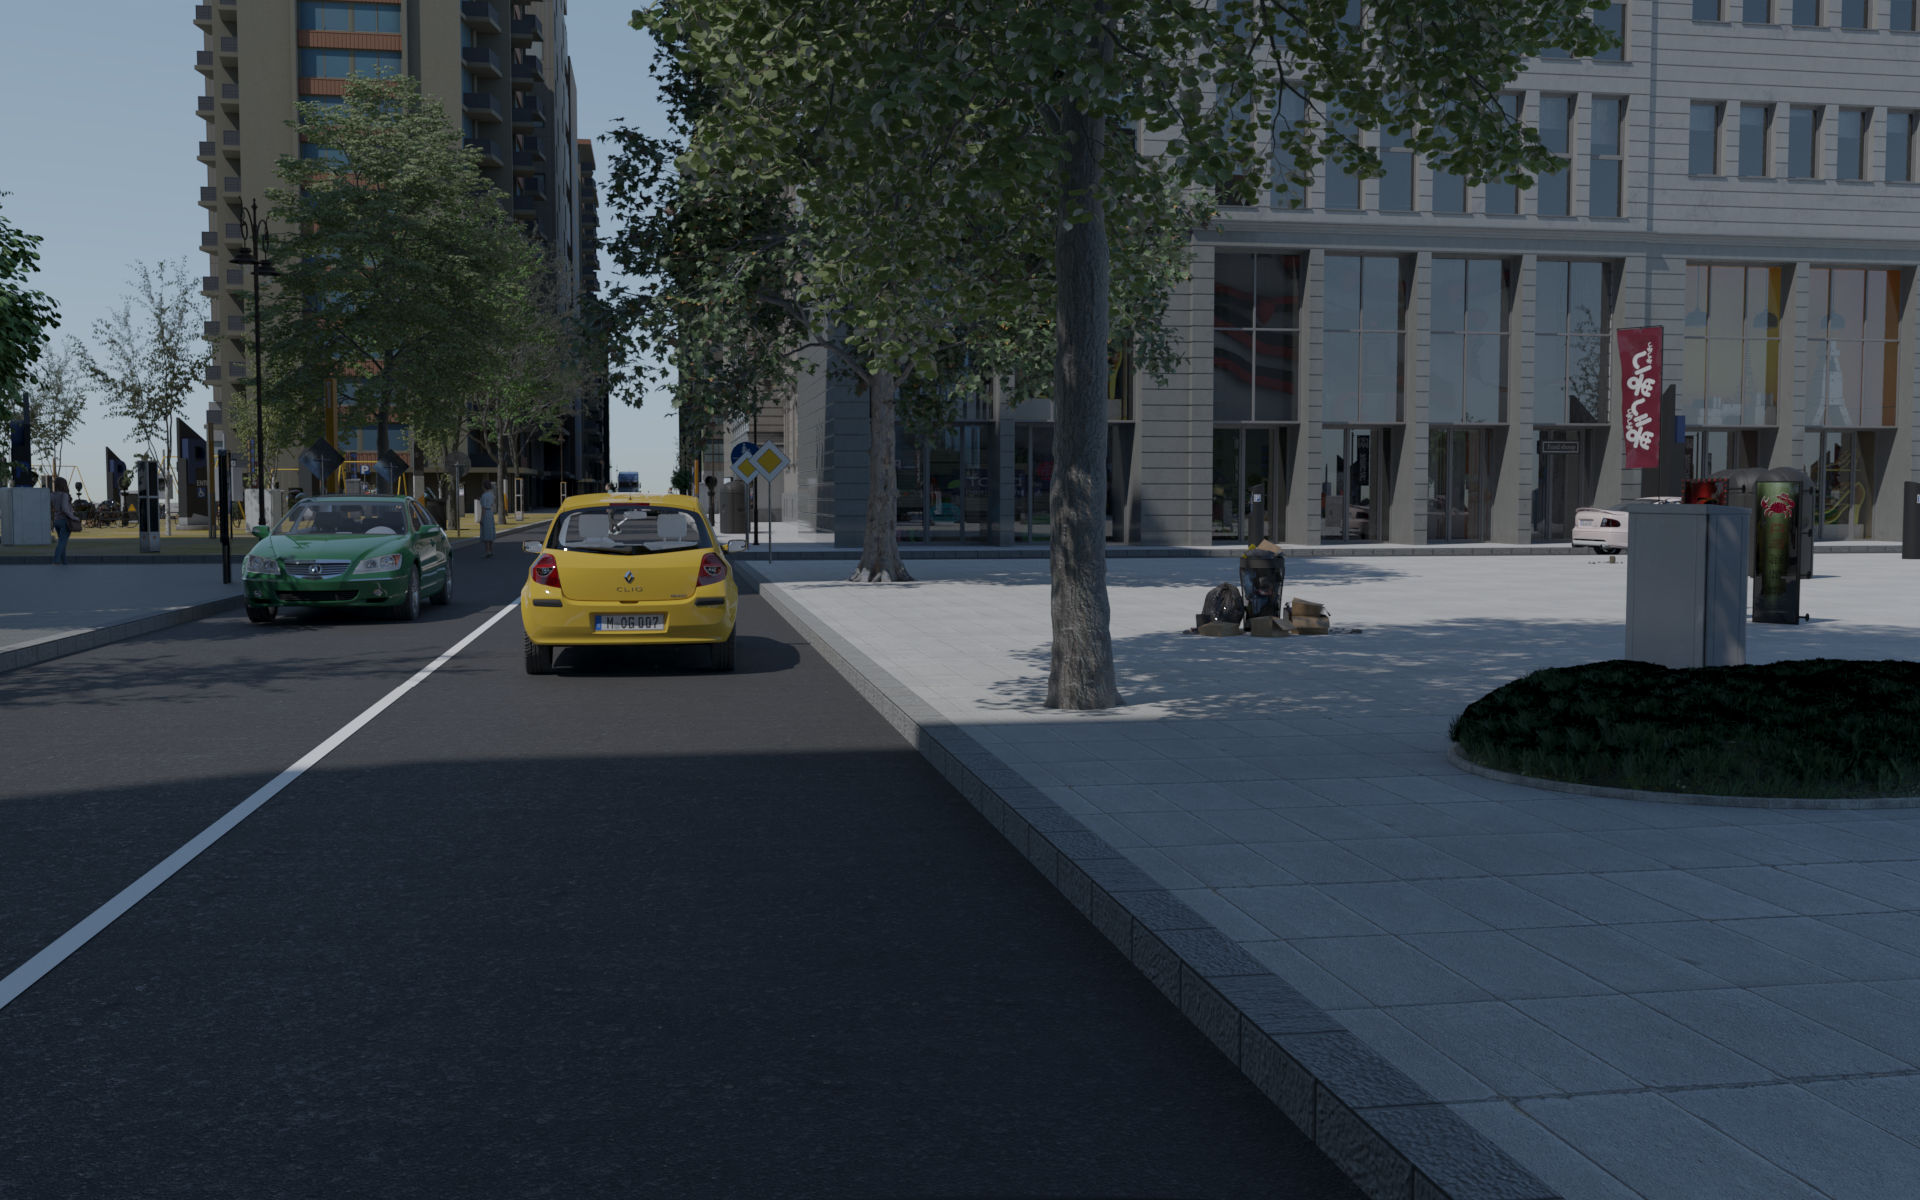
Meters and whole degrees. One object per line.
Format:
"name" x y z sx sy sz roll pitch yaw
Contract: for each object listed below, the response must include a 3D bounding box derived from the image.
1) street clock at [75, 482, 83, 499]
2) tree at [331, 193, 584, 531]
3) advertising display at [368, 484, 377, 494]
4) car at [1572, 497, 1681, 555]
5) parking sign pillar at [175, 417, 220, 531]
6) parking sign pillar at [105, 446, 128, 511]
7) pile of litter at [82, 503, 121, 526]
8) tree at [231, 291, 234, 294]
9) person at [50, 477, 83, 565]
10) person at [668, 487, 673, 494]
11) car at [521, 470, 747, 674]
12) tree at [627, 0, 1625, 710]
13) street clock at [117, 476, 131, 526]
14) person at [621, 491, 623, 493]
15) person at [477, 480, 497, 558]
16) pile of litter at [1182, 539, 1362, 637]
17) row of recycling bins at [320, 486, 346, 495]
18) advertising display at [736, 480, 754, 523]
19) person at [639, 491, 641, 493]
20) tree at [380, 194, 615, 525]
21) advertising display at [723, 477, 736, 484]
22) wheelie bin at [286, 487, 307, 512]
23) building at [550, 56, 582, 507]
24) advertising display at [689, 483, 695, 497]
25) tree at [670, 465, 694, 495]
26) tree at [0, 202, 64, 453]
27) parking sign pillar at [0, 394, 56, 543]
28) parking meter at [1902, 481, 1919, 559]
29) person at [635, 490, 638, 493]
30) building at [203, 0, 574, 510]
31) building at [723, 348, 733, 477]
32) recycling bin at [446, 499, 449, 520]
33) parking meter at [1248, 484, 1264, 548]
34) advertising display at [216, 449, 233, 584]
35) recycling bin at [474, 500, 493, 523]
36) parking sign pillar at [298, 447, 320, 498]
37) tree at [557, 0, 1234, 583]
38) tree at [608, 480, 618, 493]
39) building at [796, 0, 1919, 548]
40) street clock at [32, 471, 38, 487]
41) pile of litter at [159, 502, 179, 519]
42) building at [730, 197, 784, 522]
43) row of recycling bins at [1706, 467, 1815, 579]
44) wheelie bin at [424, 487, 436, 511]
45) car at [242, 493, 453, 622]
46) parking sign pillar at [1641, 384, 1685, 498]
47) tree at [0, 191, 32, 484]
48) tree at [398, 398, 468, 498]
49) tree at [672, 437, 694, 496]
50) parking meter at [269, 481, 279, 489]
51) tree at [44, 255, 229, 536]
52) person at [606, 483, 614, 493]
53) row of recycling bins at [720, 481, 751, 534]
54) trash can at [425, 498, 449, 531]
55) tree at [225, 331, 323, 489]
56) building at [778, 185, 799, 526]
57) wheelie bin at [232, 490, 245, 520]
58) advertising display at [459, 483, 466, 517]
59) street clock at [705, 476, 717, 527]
"street clock" -52.267 -6.006 102.770 0.358 2.002 0.471 0 4 0
"tree" -18.006 -8.267 60.918 9.928 11.665 9.643 0 3 0
"advertising display" -36.319 -6.260 107.559 0.974 1.923 0.123 0 4 0
"car" 16.182 -1.619 38.829 4.827 1.381 2.083 -1 4 -10
"parking sign pillar" -27.026 -4.454 61.302 1.447 3.967 1.447 1 4 23
"parking sign pillar" -47.939 -6.732 98.532 1.447 3.967 1.447 1 4 12
"pile of litter" -34.749 -3.404 69.612 1.176 0.858 1.719 0 4 -3
"tree" -15.126 -7.847 46.428 7.486 12.596 7.792 0 3 0
"person" -16.597 -1.400 31.980 0.593 1.750 0.643 2 4 28
"person" -15.656 -5.166 93.138 0.473 1.802 0.592 2 4 33
"car" -2.876 -0.312 15.319 2.015 1.641 3.980 -1 4 -9
"tree" 0.897 -5.602 9.713 7.486 12.596 7.792 0 3 0
"street clock" -33.740 -4.000 69.974 0.471 2.002 0.358 -3 5 -39
"person" -32.182 -9.489 164.582 0.756 1.711 0.436 2 4 24
"person" -10.722 -1.832 39.015 0.524 1.755 0.480 1 4 12
"pile of litter" 2.908 -0.123 15.976 1.719 0.858 1.176 0 4 5
"row of recycling bins" -33.106 -5.116 90.759 3.534 1.692 1.069 1 4 16
"advertising display" -9.703 -4.435 77.732 0.974 1.923 0.123 -3 4 -38
"person" -32.143 -10.140 174.739 0.568 1.767 0.683 1 4 16
"tree" -19.319 -9.896 72.164 12.009 13.543 11.850 0 3 0
"advertising display" -8.637 -3.633 64.609 0.123 1.923 0.974 -2 4 -24
"wheelie bin" -31.034 -4.471 81.001 0.980 1.594 0.693 0 4 -7
"building" -45.462 -32.003 173.360 14.600 45.320 14.200 -1 4 -10
"advertising display" -15.248 -5.712 98.605 0.123 1.923 0.974 0 4 2
"tree" -31.452 -13.032 196.794 4.285 4.588 4.351 0 3 0
"tree" -10.258 -1.995 16.334 4.285 4.588 4.351 0 3 0
"parking sign pillar" -24.634 -3.489 45.511 1.447 3.967 1.447 -2 4 -29
"parking meter" 18.775 -1.571 34.095 0.372 1.533 0.369 0 3 0
"person" -25.844 -7.914 138.422 0.617 1.759 0.750 0 4 -7
"building" -48.346 -34.387 151.462 28.713 52.752 27.495 -1 4 -10
"building" -8.962 -15.369 106.042 10.420 20.320 16.860 -1 4 -10
"recycling bin" -25.829 -4.482 85.837 0.722 1.027 0.722 3 4 37
"parking meter" 7.071 -2.014 41.348 0.372 1.533 0.369 0 3 0
"advertising display" -10.632 -1.216 25.090 0.123 1.923 0.974 -1 4 -20
"recycling bin" -21.308 -3.970 77.465 0.722 1.027 0.722 -1 4 -21
"parking sign pillar" -31.639 -5.854 84.191 1.447 3.967 1.447 3 5 42
"tree" -1.047 -6.618 25.213 9.611 12.733 9.660 0 3 0
"tree" -47.726 -14.877 237.834 1.663 3.219 1.824 0 3 0
"building" 10.603 -16.545 48.005 29.804 29.767 11.434 -1 4 -10
"street clock" -28.467 -2.962 52.999 0.358 2.002 0.471 3 5 45
"pile of litter" -40.379 -4.538 88.161 1.176 0.858 1.719 -3 5 -40
"building" -6.538 -14.579 87.525 9.793 20.994 18.267 -1 4 -10
"row of recycling bins" 12.636 -1.256 27.651 1.069 1.692 3.534 0 4 8
"wheelie bin" -24.835 -4.460 80.823 0.693 1.594 0.980 -1 4 -9
"car" -7.320 -0.565 21.035 2.131 1.459 4.920 -1 4 -9
"parking sign pillar" 17.530 -3.347 43.203 1.447 3.967 1.447 0 4 -7
"tree" -22.571 -5.406 38.755 4.737 8.622 4.395 0 3 0
"tree" -31.744 -9.469 105.183 4.737 8.622 4.395 0 3 0
"tree" -32.205 -15.600 205.426 4.360 8.622 3.978 0 3 0
"parking meter" -31.510 -4.519 79.590 0.255 1.863 0.399 3 5 43
"tree" -24.457 -6.262 52.750 4.360 8.622 3.978 0 3 0
"person" -12.327 -3.241 61.505 0.620 1.820 0.660 -1 4 -8
"row of recycling bins" -7.423 -3.064 57.214 1.069 1.692 3.534 0 4 -6
"trash can" -17.426 -2.818 57.734 0.748 1.137 0.748 0 3 0
"tree" -29.965 -7.657 75.552 4.737 8.622 4.395 0 3 0
"building" 0.050 -17.090 66.814 14.401 28.519 23.554 -1 4 -10
"wheelie bin" -36.250 -4.840 87.040 0.693 1.594 0.980 1 4 17
"advertising display" -27.993 -5.595 96.691 0.974 1.923 0.123 2 4 29
"street clock" -9.808 -3.898 68.304 0.471 2.002 0.358 2 4 33
